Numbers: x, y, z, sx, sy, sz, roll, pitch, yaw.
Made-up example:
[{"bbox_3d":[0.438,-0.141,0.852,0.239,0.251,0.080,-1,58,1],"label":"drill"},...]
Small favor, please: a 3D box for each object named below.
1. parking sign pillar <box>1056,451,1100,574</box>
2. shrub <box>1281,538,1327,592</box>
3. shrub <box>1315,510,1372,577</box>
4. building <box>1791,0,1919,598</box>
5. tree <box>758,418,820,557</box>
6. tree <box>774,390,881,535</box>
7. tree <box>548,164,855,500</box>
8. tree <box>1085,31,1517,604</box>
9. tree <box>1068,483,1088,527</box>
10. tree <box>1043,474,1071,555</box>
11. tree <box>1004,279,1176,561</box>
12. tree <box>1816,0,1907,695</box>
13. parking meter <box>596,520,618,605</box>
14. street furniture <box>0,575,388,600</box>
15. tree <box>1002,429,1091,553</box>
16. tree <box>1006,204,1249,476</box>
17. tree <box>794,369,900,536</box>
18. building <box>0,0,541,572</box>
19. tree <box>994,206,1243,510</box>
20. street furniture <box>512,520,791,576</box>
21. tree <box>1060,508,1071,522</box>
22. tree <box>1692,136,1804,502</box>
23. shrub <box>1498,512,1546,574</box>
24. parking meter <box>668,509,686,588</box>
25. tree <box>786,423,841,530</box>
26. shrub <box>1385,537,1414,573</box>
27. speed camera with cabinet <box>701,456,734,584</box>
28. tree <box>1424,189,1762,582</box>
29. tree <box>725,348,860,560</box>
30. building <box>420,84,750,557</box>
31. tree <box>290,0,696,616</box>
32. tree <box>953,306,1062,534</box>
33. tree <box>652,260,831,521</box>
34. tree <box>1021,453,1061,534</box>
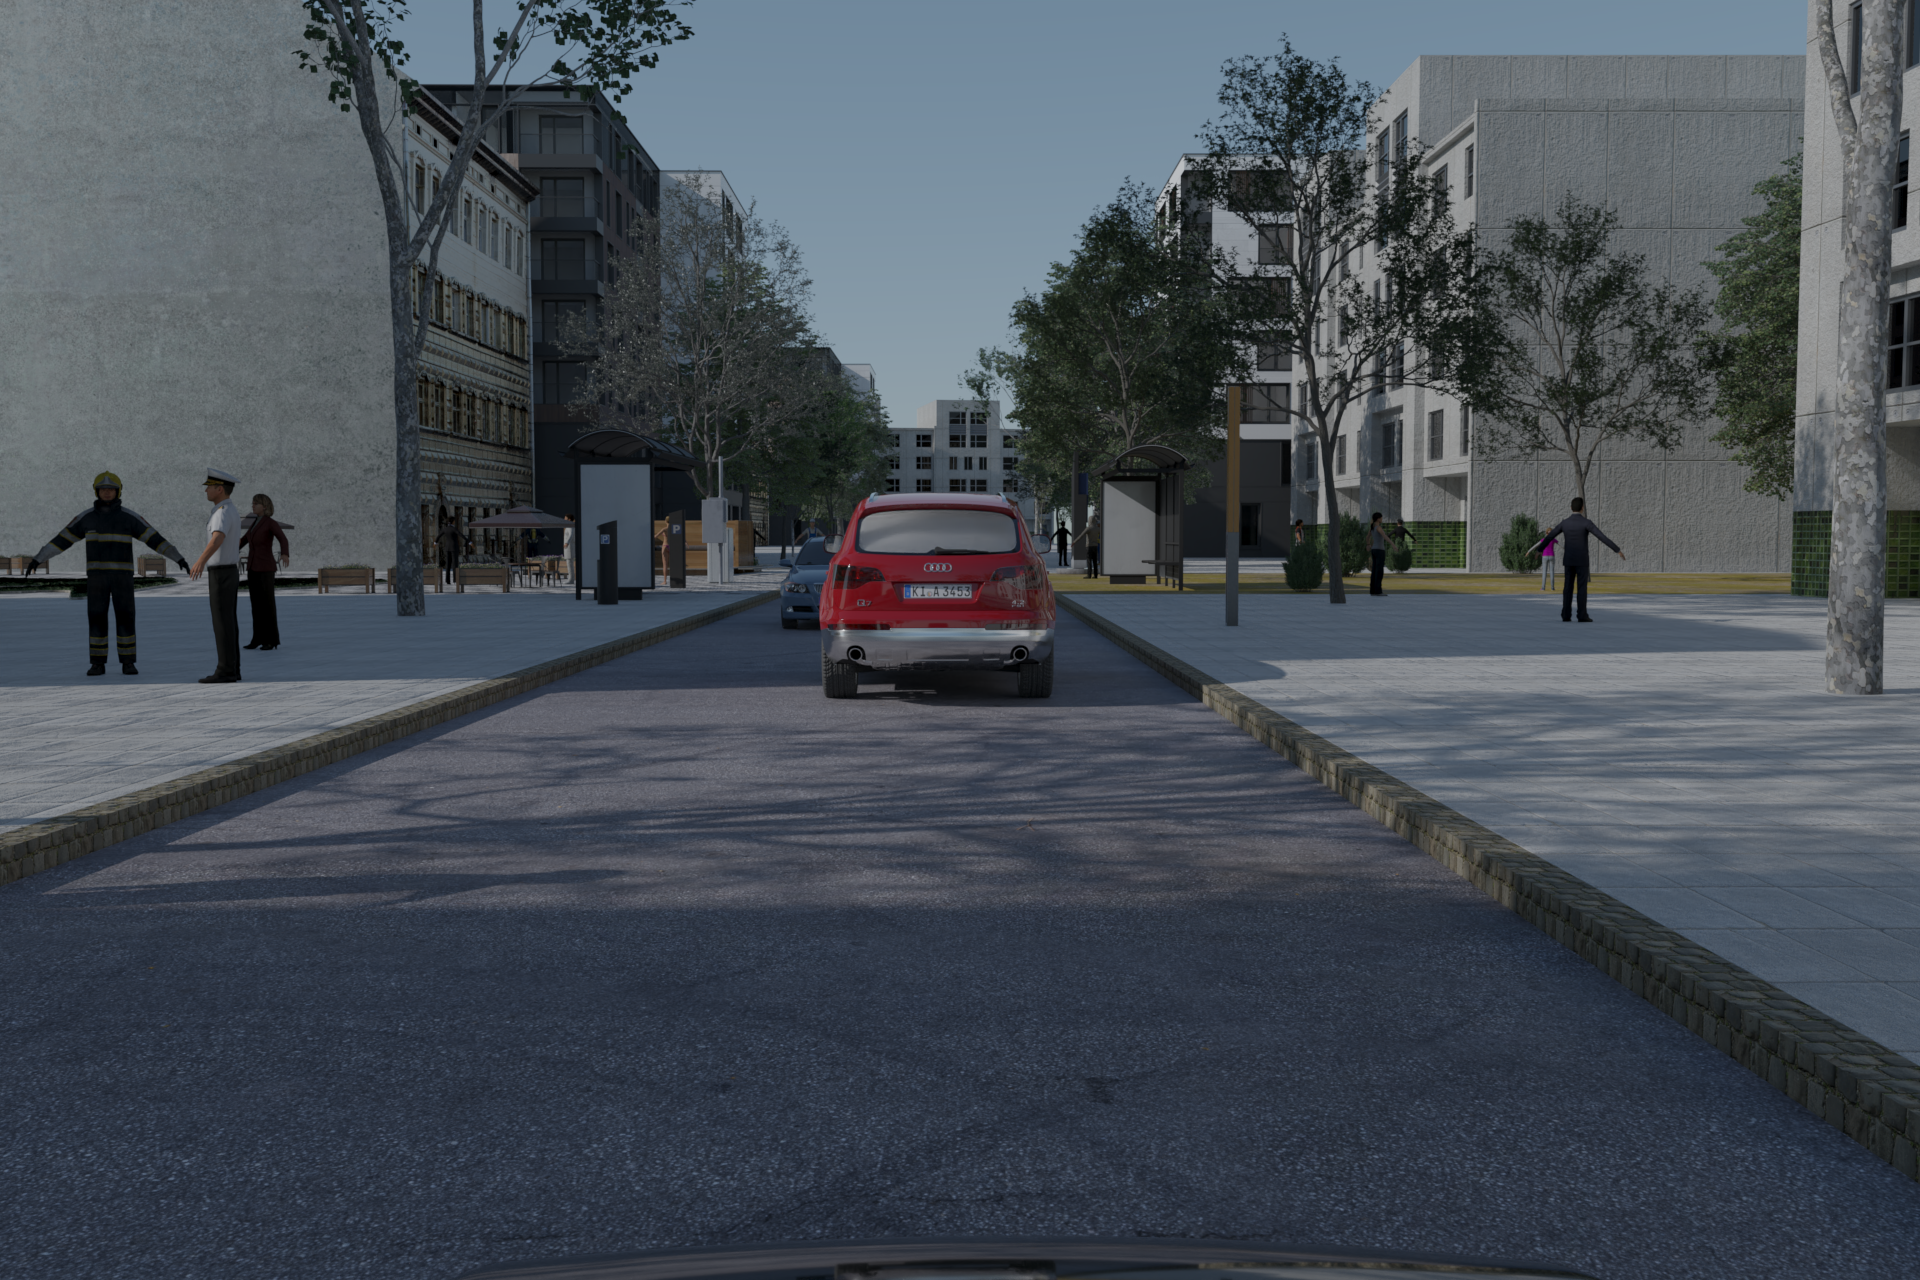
[{"bbox_3d":[3.821,-4.105,55.595,1.447,3.967,1.447,0,4,0],"label":"parking sign pillar"},{"bbox_3d":[7.605,-1.661,38.266,1.383,1.207,1.383,0,3,0],"label":"shrub"},{"bbox_3d":[11.422,-2.874,51.417,1.690,2.028,1.600,0,3,0],"label":"shrub"},{"bbox_3d":[25.746,-9.384,19.889,16.747,18.905,31.486,0,3,0],"label":"building"},{"bbox_3d":[-9.309,-8.890,95.706,4.737,8.622,4.395,0,3,0],"label":"tree"},{"bbox_3d":[-8.843,-11.720,117.376,9.928,11.665,9.643,0,3,0],"label":"tree"},{"bbox_3d":[-8.624,-9.071,58.677,12.009,13.543,11.850,0,3,0],"label":"tree"},{"bbox_3d":[6.825,-5.970,32.017,8.767,10.594,7.601,-2,4,-32],"label":"tree"},{"bbox_3d":[6.120,-8.688,92.405,4.360,8.622,3.978,0,3,0],"label":"tree"},{"bbox_3d":[5.967,-9.401,104.069,4.360,8.622,3.978,0,3,0],"label":"tree"},{"bbox_3d":[6.713,-10.784,82.981,9.857,13.997,8.962,0,3,0],"label":"tree"},{"bbox_3d":[8.655,-9.609,12.997,12.611,20.169,13.585,0,3,0],"label":"tree"},{"bbox_3d":[-6.422,-1.414,31.533,0.372,1.533,0.369,0,3,0],"label":"parking meter"},{"bbox_3d":[-29.097,-2.224,41.388,27.439,1.986,14.083,1,4,9],"label":"street furniture"},{"bbox_3d":[6.332,-11.123,116.270,7.601,10.594,8.767,0,4,-6],"label":"tree"},{"bbox_3d":[4.725,-7.040,49.514,7.601,10.594,8.767,1,4,11],"label":"tree"},{"bbox_3d":[-9.207,-13.796,132.228,9.857,13.997,8.962,0,3,0],"label":"tree"},{"bbox_3d":[-28.036,-14.454,67.258,19.493,23.208,18.063,0,4,-1],"label":"building"},{"bbox_3d":[6.390,-9.844,67.607,9.857,13.997,8.962,0,3,0],"label":"tree"},{"bbox_3d":[-10.457,-3.110,57.700,11.010,1.723,9.812,0,4,8],"label":"street furniture"},{"bbox_3d":[15.286,-17.293,233.101,4.737,8.622,4.395,0,3,0],"label":"tree"},{"bbox_3d":[26.371,-8.795,50.457,9.857,13.997,8.962,0,3,0],"label":"tree"},{"bbox_3d":[18.190,-3.152,55.955,1.690,2.028,1.600,0,3,0],"label":"shrub"},{"bbox_3d":[-6.715,-2.163,41.071,0.399,1.863,0.255,0,4,-1],"label":"parking meter"},{"bbox_3d":[-8.748,-9.246,101.539,4.737,8.622,4.395,0,3,0],"label":"tree"},{"bbox_3d":[14.383,-2.789,56.723,1.383,1.207,1.383,0,3,0],"label":"shrub"},{"bbox_3d":[-6.284,-3.091,44.880,0.660,3.252,2.038,0,4,-1],"label":"speed camera with cabinet"},{"bbox_3d":[16.742,-6.834,46.156,8.767,10.594,7.601,1,4,10],"label":"tree"},{"bbox_3d":[-8.480,-9.271,85.996,7.601,10.594,8.767,-1,4,-15],"label":"tree"},{"bbox_3d":[-27.292,-15.370,95.280,27.936,21.610,32.646,0,4,-1],"label":"building"},{"bbox_3d":[-7.484,-10.388,25.736,12.611,20.169,13.585,0,3,0],"label":"tree"},{"bbox_3d":[5.736,-17.348,139.531,12.611,20.169,13.585,0,3,0],"label":"tree"},{"bbox_3d":[-9.354,-9.419,72.125,7.486,12.596,7.792,0,3,0],"label":"tree"},{"bbox_3d":[5.571,-10.601,123.687,4.360,8.622,3.978,0,3,0],"label":"tree"}]
